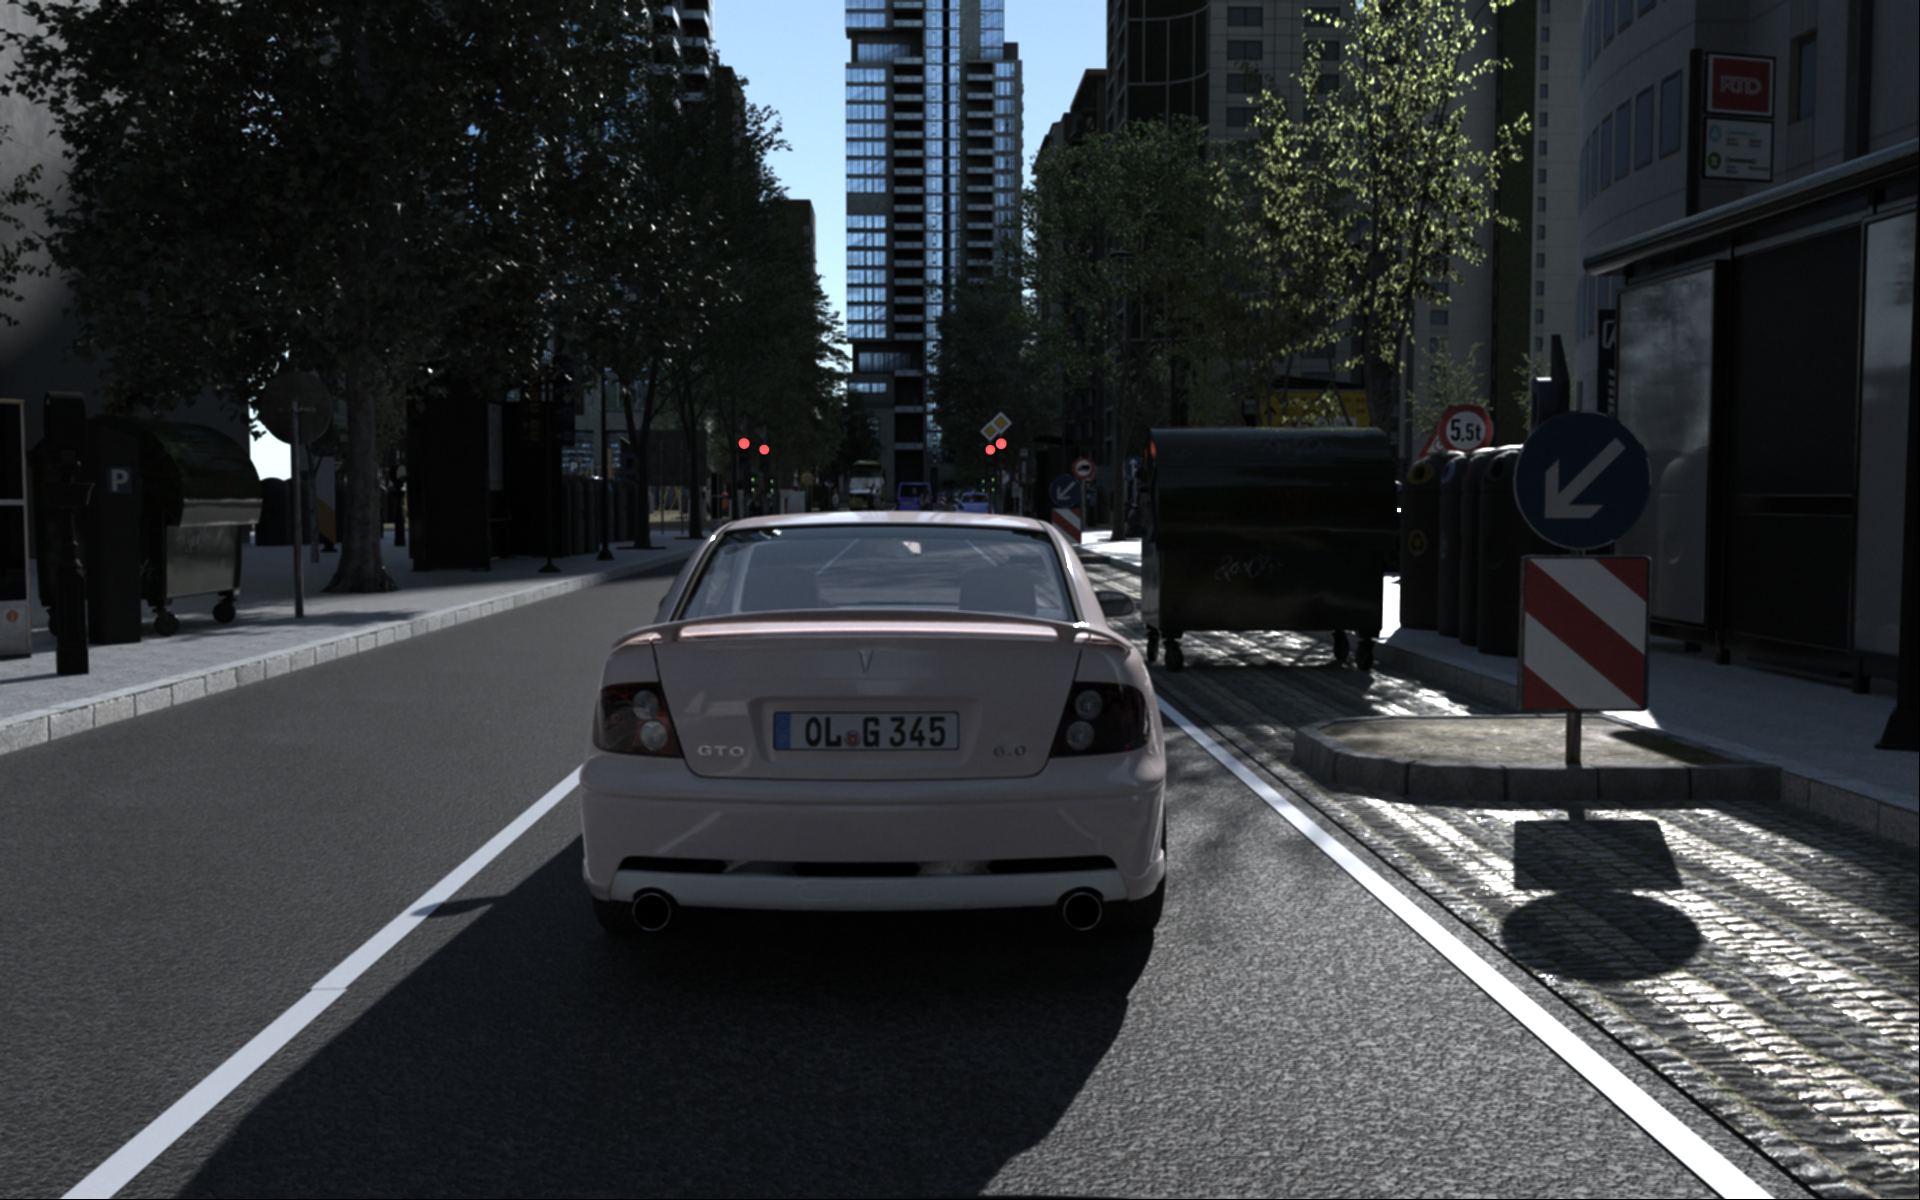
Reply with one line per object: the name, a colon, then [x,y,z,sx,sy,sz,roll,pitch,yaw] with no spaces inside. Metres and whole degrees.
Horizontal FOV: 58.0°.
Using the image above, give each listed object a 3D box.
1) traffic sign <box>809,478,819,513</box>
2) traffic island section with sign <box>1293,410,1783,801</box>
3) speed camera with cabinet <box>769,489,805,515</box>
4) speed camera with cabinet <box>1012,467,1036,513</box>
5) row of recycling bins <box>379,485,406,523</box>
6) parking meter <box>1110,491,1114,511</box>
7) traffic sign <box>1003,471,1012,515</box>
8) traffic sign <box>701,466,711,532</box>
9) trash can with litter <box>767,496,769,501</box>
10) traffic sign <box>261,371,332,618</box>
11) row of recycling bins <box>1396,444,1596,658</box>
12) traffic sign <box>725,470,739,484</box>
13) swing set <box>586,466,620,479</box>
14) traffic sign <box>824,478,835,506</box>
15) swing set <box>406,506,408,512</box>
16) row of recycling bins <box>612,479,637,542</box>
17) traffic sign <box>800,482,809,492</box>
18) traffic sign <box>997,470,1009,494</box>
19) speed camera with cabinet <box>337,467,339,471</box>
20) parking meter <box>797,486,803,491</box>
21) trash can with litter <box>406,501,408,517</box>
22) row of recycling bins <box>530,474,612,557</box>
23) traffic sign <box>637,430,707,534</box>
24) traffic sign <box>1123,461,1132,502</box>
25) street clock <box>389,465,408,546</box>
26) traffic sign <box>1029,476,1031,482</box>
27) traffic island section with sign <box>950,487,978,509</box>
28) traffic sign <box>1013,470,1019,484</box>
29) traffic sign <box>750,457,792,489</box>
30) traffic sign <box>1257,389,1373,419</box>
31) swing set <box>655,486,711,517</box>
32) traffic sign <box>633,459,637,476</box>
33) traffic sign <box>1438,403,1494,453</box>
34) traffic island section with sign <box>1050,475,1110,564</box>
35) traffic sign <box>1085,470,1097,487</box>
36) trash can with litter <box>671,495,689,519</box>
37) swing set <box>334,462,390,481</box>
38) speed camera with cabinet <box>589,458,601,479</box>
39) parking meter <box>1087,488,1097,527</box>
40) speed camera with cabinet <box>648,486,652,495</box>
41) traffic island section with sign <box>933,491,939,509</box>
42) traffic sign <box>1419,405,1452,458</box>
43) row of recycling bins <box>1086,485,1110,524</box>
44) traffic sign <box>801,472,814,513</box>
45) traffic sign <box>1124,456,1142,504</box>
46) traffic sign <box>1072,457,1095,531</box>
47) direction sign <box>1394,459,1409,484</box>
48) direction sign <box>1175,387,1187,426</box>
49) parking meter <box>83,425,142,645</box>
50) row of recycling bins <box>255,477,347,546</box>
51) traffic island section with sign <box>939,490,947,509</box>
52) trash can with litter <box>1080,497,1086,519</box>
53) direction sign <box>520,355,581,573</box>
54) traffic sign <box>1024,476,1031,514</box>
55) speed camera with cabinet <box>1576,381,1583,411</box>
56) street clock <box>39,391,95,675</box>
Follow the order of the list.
traffic sign: [-9.234,-6.590,107.747,0.884,2.594,0.081,0,4,0]
traffic island section with sign: [2.821,-0.022,8.980,1.989,1.847,2.006,0,4,-2]
speed camera with cabinet: [-10.026,-6.482,100.314,2.038,3.252,0.660,0,4,2]
speed camera with cabinet: [4.669,-7.708,120.358,2.038,3.252,0.660,1,4,16]
row of recycling bins: [-25.812,-4.182,75.494,1.069,1.692,3.534,3,5,41]
parking meter: [11.444,-7.426,129.819,0.372,1.533,0.369,0,3,0]
traffic sign: [2.429,-5.736,93.887,0.768,2.556,0.104,0,4,6]
traffic sign: [-8.765,-3.592,58.732,0.884,2.594,0.081,0,4,-1]
trash can with litter: [-15.154,-7.634,136.211,0.624,1.170,1.055,-2,4,-23]
traffic sign: [-6.856,-1.088,17.894,0.768,2.556,0.104,0,4,6]
row of recycling bins: [4.691,-0.497,15.241,1.069,1.692,3.534,0,4,1]
traffic sign: [-12.000,-5.574,91.234,0.768,2.556,0.104,0,4,4]
swing set: [-19.847,-6.166,98.438,3.119,2.851,2.862,2,4,29]
traffic sign: [-9.270,-7.472,123.345,0.795,2.450,0.064,0,4,4]
swing set: [-35.853,-6.643,106.228,3.119,2.851,2.862,-2,4,-35]
row of recycling bins: [-9.491,-2.399,46.333,1.069,1.692,3.534,0,4,7]
traffic sign: [-11.458,-7.810,127.693,0.884,2.594,0.081,0,4,3]
traffic sign: [2.237,-5.622,92.029,0.768,2.556,0.104,0,4,4]
speed camera with cabinet: [-45.307,-7.945,124.232,2.038,3.252,0.660,-1,4,-19]
parking meter: [-11.160,-7.026,120.592,0.399,1.863,0.255,2,4,35]
trash can with litter: [-31.070,-5.237,97.004,1.055,1.170,0.624,1,4,16]
row of recycling bins: [-8.390,-1.827,36.984,1.069,1.692,3.534,0,4,0]
traffic sign: [-9.144,-3.738,54.987,2.265,3.308,0.079,0,4,5]
traffic sign: [6.317,-4.026,65.923,0.768,2.556,0.104,0,4,5]
street clock: [-13.786,-2.325,42.580,0.358,2.002,0.471,1,4,19]
traffic sign: [4.848,-7.293,119.339,0.768,2.556,0.104,0,4,7]
traffic island section with sign: [0.478,-5.084,91.754,1.989,1.847,2.006,0,4,-2]
traffic sign: [3.085,-5.388,88.199,0.768,2.556,0.104,0,4,0]
traffic sign: [-10.263,-6.135,94.176,2.265,3.308,0.079,0,4,1]
traffic sign: [6.881,-2.437,33.719,2.265,3.308,0.079,0,4,-1]
swing set: [-15.756,-6.229,99.472,2.862,2.851,3.119,0,4,4]
traffic sign: [-10.609,-3.547,58.099,0.768,2.556,0.104,0,4,8]
traffic sign: [7.093,-1.484,24.378,0.768,2.556,0.104,0,4,5]
traffic island section with sign: [2.043,-1.690,36.259,1.989,1.847,2.006,0,4,-2]
traffic sign: [5.929,-4.886,79.996,0.768,2.556,0.104,0,4,7]
trash can with litter: [-14.123,-4.796,89.468,1.678,1.210,2.233,-2,4,-25]
swing set: [-30.332,-5.364,85.324,3.119,2.851,2.862,1,4,19]
speed camera with cabinet: [-20.426,-6.181,95.396,0.660,3.252,2.038,1,4,17]
parking meter: [5.110,-3.591,67.127,0.372,1.533,0.369,0,3,0]
speed camera with cabinet: [-25.216,-8.895,139.769,0.660,3.252,2.038,-1,4,-11]
traffic island section with sign: [-1.694,-9.785,168.618,1.989,1.847,2.006,0,4,-2]
traffic sign: [7.125,-1.546,25.279,0.884,2.594,0.081,0,4,1]
row of recycling bins: [6.056,-4.259,76.739,1.069,1.692,3.534,0,4,2]
traffic sign: [-8.746,-6.061,99.208,0.768,2.556,0.104,0,4,3]
traffic sign: [5.863,-3.544,58.046,0.768,2.556,0.104,0,4,6]
traffic sign: [4.227,-3.623,59.338,0.768,2.556,0.104,0,4,1]
direction sign: [28.273,-7.280,111.022,0.876,3.537,0.379,1,4,21]
direction sign: [4.718,-2.754,37.020,0.379,3.537,0.876,1,4,23]
parking meter: [-7.276,-0.561,14.887,0.255,1.863,0.399,2,4,30]
row of recycling bins: [-16.814,-2.284,44.459,1.069,1.692,3.534,1,4,11]
traffic island section with sign: [-0.287,-6.732,118.699,1.989,1.847,2.006,0,4,-2]
trash can with litter: [6.281,-4.696,87.831,2.233,1.210,1.678,-1,4,-16]
direction sign: [-6.740,-2.223,28.344,0.876,3.537,0.379,0,4,-4]
traffic sign: [4.129,-6.762,110.657,0.768,2.556,0.104,0,4,5]
speed camera with cabinet: [11.584,-2.207,30.417,2.038,3.252,0.660,1,4,23]
street clock: [-6.344,-0.474,12.322,0.358,2.002,0.471,-2,4,-33]
